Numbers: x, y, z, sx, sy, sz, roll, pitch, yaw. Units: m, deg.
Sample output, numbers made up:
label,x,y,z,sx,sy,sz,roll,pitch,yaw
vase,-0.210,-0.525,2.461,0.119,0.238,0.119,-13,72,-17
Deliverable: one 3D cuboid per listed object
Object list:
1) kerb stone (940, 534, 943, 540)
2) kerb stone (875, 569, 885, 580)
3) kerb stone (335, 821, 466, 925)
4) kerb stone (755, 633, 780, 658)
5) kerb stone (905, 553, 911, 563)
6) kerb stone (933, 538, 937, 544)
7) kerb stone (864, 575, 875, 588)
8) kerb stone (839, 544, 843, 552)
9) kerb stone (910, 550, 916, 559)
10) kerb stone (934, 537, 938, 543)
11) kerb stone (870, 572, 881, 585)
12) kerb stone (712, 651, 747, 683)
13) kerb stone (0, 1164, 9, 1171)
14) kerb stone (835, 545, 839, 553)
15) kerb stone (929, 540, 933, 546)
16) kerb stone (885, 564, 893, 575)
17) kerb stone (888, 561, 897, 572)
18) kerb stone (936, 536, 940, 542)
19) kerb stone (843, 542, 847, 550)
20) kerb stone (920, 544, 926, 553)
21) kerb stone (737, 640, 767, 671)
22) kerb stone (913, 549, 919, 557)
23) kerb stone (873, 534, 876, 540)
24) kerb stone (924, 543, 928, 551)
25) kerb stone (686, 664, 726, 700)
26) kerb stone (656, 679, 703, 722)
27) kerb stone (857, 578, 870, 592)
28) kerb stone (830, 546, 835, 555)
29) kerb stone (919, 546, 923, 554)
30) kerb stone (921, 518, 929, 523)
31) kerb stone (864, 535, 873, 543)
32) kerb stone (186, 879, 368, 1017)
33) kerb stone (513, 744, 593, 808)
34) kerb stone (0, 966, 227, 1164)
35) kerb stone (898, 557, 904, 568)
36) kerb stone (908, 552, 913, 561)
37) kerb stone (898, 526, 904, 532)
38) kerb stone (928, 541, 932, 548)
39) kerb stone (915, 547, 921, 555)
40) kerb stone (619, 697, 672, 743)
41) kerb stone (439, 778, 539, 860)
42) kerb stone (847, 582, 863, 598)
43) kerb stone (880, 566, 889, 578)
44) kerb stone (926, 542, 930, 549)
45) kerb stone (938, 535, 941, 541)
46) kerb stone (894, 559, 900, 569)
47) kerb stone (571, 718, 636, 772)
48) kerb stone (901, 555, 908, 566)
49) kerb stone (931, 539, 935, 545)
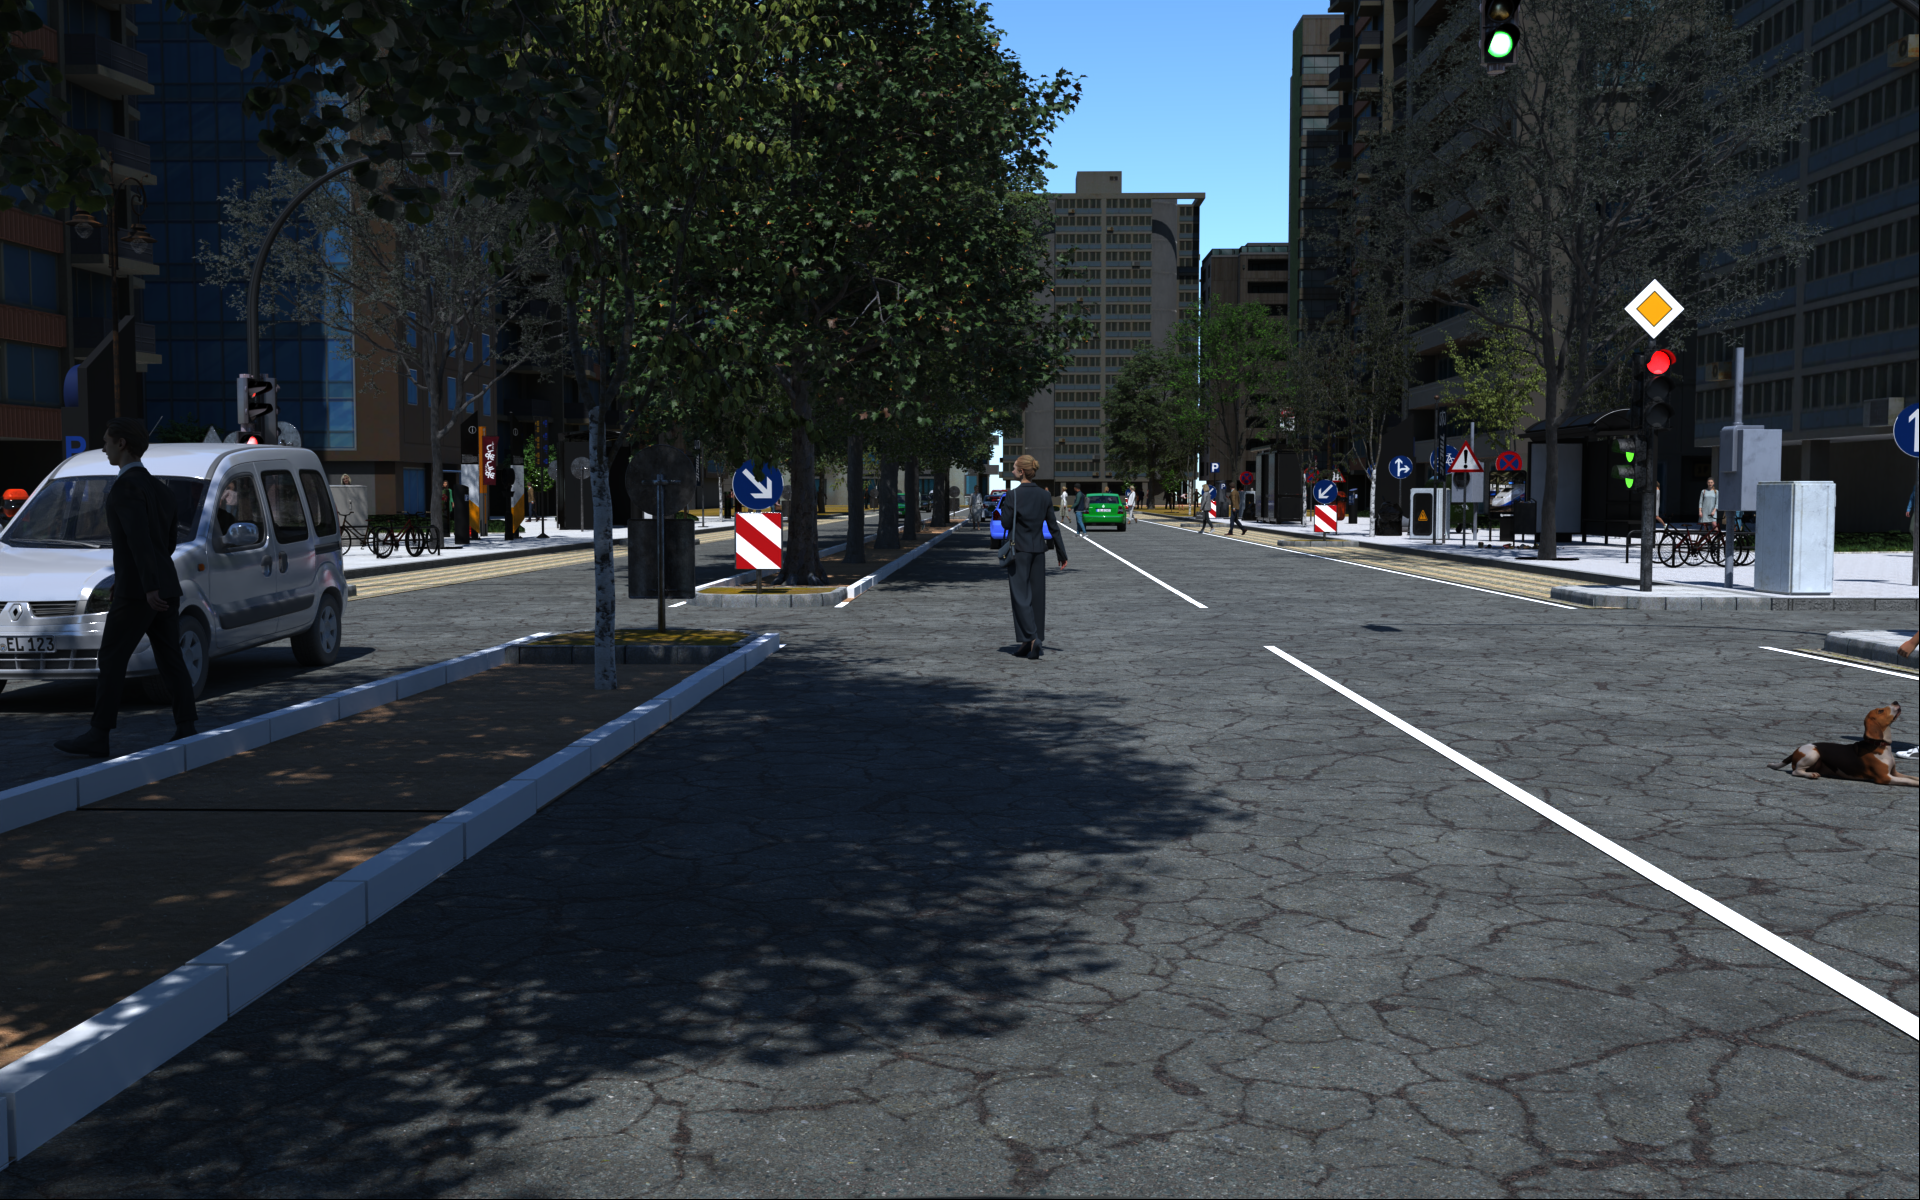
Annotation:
label,x,y,z,sx,sy,sz,roll,pitch,yaw
kerb stone,-0.673,-1.815,51.879,0.120,0.150,1.000,0,4,2
kerb stone,-1.369,-0.366,28.280,0.120,0.150,1.000,0,4,2
kerb stone,-2.013,0.976,6.258,0.120,0.150,1.000,0,4,2
kerb stone,-1.739,0.411,15.473,0.120,0.150,1.000,0,4,2
kerb stone,-1.154,-0.811,35.458,0.120,0.150,1.000,0,4,2
kerb stone,-0.798,-1.564,47.775,0.120,0.150,1.000,0,4,2
kerb stone,-1.425,-0.247,26.236,0.120,0.150,1.000,0,4,2
kerb stone,-3.043,-1.253,42.686,0.120,0.150,1.000,0,4,2
kerb stone,-1.099,-0.936,37.509,0.120,0.150,1.000,0,4,2
kerb stone,-0.758,-1.627,48.800,0.120,0.150,1.000,0,4,2
kerb stone,-1.387,-0.310,27.258,0.120,0.150,1.000,0,4,2
kerb stone,-1.807,0.537,13.422,0.120,0.150,1.000,0,4,2
kerb stone,-2.103,1.162,3.191,0.120,0.150,1.000,0,4,2
kerb stone,-3.075,-1.186,41.665,0.120,0.150,1.000,0,4,2
kerb stone,-0.852,-1.439,45.720,0.120,0.150,1.000,0,4,2
kerb stone,-1.310,-0.497,30.324,0.120,0.150,1.000,0,4,2
kerb stone,-1.279,-0.560,31.353,0.120,0.150,1.000,0,4,2
kerb stone,-0.730,-1.690,49.822,0.120,0.150,1.000,0,4,2
kerb stone,-3.008,-1.312,43.708,0.120,0.150,1.000,0,4,2
kerb stone,-0.972,-1.188,41.616,0.120,0.150,1.000,0,4,2
kerb stone,-1.765,0.475,14.443,0.120,0.150,1.000,0,4,2
kerb stone,-1.059,-0.998,38.544,0.120,0.150,1.000,0,4,2
kerb stone,-2.744,-1.880,52.932,0.120,0.150,1.000,0,4,2
kerb stone,-0.944,-1.251,42.642,0.120,0.150,1.000,0,4,2
kerb stone,-1.838,0.599,12.395,0.120,0.150,1.000,0,4,2
kerb stone,-1.855,0.662,11.373,0.120,0.150,1.000,0,4,2
kerb stone,-1.454,-0.184,25.210,0.120,0.150,1.000,0,4,2
kerb stone,-3.103,-1.128,40.643,0.120,0.150,1.000,0,4,2
kerb stone,-1.004,-1.124,40.588,0.120,0.150,1.000,0,4,2
kerb stone,-1.743,-3.950,86.782,0.120,0.150,1.000,0,4,2
kerb stone,-2.771,-1.812,51.901,0.120,0.150,1.000,0,4,2
kerb stone,-2.044,1.037,5.236,0.120,0.150,1.000,0,4,2
kerb stone,-1.954,0.852,8.309,0.120,0.150,1.000,0,4,2
kerb stone,-2.069,1.100,4.215,0.120,0.150,1.000,0,4,2
kerb stone,-1.212,-0.684,33.410,0.120,0.150,1.000,0,4,2
kerb stone,-1.125,-0.874,36.480,0.120,0.150,1.000,0,4,2
kerb stone,-2.291,-2.821,68.320,0.120,0.150,1.000,0,4,2
kerb stone,-0.880,-1.376,44.695,0.120,0.150,1.000,0,4,2
kerb stone,-1.036,-1.062,39.566,0.120,0.150,1.000,0,4,2
kerb stone,-1.896,0.730,10.353,0.120,0.150,1.000,0,4,2
kerb stone,-1.978,0.915,7.281,0.120,0.150,1.000,0,4,2
kerb stone,-1.491,-0.118,24.189,0.120,0.150,1.000,0,4,2
kerb stone,-1.334,-0.435,29.302,0.120,0.150,1.000,0,4,2
kerb stone,-0.912,-1.313,43.663,0.120,0.150,1.000,0,4,2
kerb stone,-0.706,-1.752,50.844,0.120,0.150,1.000,0,4,2
kerb stone,-1.254,-0.620,32.380,0.120,0.150,1.000,0,4,2
kerb stone,-1.925,0.787,9.330,0.120,0.150,1.000,0,4,2
kerb stone,-1.182,-0.746,34.432,0.120,0.150,1.000,0,4,2
kerb stone,-0.816,-1.502,46.752,0.120,0.150,1.000,0,4,2
